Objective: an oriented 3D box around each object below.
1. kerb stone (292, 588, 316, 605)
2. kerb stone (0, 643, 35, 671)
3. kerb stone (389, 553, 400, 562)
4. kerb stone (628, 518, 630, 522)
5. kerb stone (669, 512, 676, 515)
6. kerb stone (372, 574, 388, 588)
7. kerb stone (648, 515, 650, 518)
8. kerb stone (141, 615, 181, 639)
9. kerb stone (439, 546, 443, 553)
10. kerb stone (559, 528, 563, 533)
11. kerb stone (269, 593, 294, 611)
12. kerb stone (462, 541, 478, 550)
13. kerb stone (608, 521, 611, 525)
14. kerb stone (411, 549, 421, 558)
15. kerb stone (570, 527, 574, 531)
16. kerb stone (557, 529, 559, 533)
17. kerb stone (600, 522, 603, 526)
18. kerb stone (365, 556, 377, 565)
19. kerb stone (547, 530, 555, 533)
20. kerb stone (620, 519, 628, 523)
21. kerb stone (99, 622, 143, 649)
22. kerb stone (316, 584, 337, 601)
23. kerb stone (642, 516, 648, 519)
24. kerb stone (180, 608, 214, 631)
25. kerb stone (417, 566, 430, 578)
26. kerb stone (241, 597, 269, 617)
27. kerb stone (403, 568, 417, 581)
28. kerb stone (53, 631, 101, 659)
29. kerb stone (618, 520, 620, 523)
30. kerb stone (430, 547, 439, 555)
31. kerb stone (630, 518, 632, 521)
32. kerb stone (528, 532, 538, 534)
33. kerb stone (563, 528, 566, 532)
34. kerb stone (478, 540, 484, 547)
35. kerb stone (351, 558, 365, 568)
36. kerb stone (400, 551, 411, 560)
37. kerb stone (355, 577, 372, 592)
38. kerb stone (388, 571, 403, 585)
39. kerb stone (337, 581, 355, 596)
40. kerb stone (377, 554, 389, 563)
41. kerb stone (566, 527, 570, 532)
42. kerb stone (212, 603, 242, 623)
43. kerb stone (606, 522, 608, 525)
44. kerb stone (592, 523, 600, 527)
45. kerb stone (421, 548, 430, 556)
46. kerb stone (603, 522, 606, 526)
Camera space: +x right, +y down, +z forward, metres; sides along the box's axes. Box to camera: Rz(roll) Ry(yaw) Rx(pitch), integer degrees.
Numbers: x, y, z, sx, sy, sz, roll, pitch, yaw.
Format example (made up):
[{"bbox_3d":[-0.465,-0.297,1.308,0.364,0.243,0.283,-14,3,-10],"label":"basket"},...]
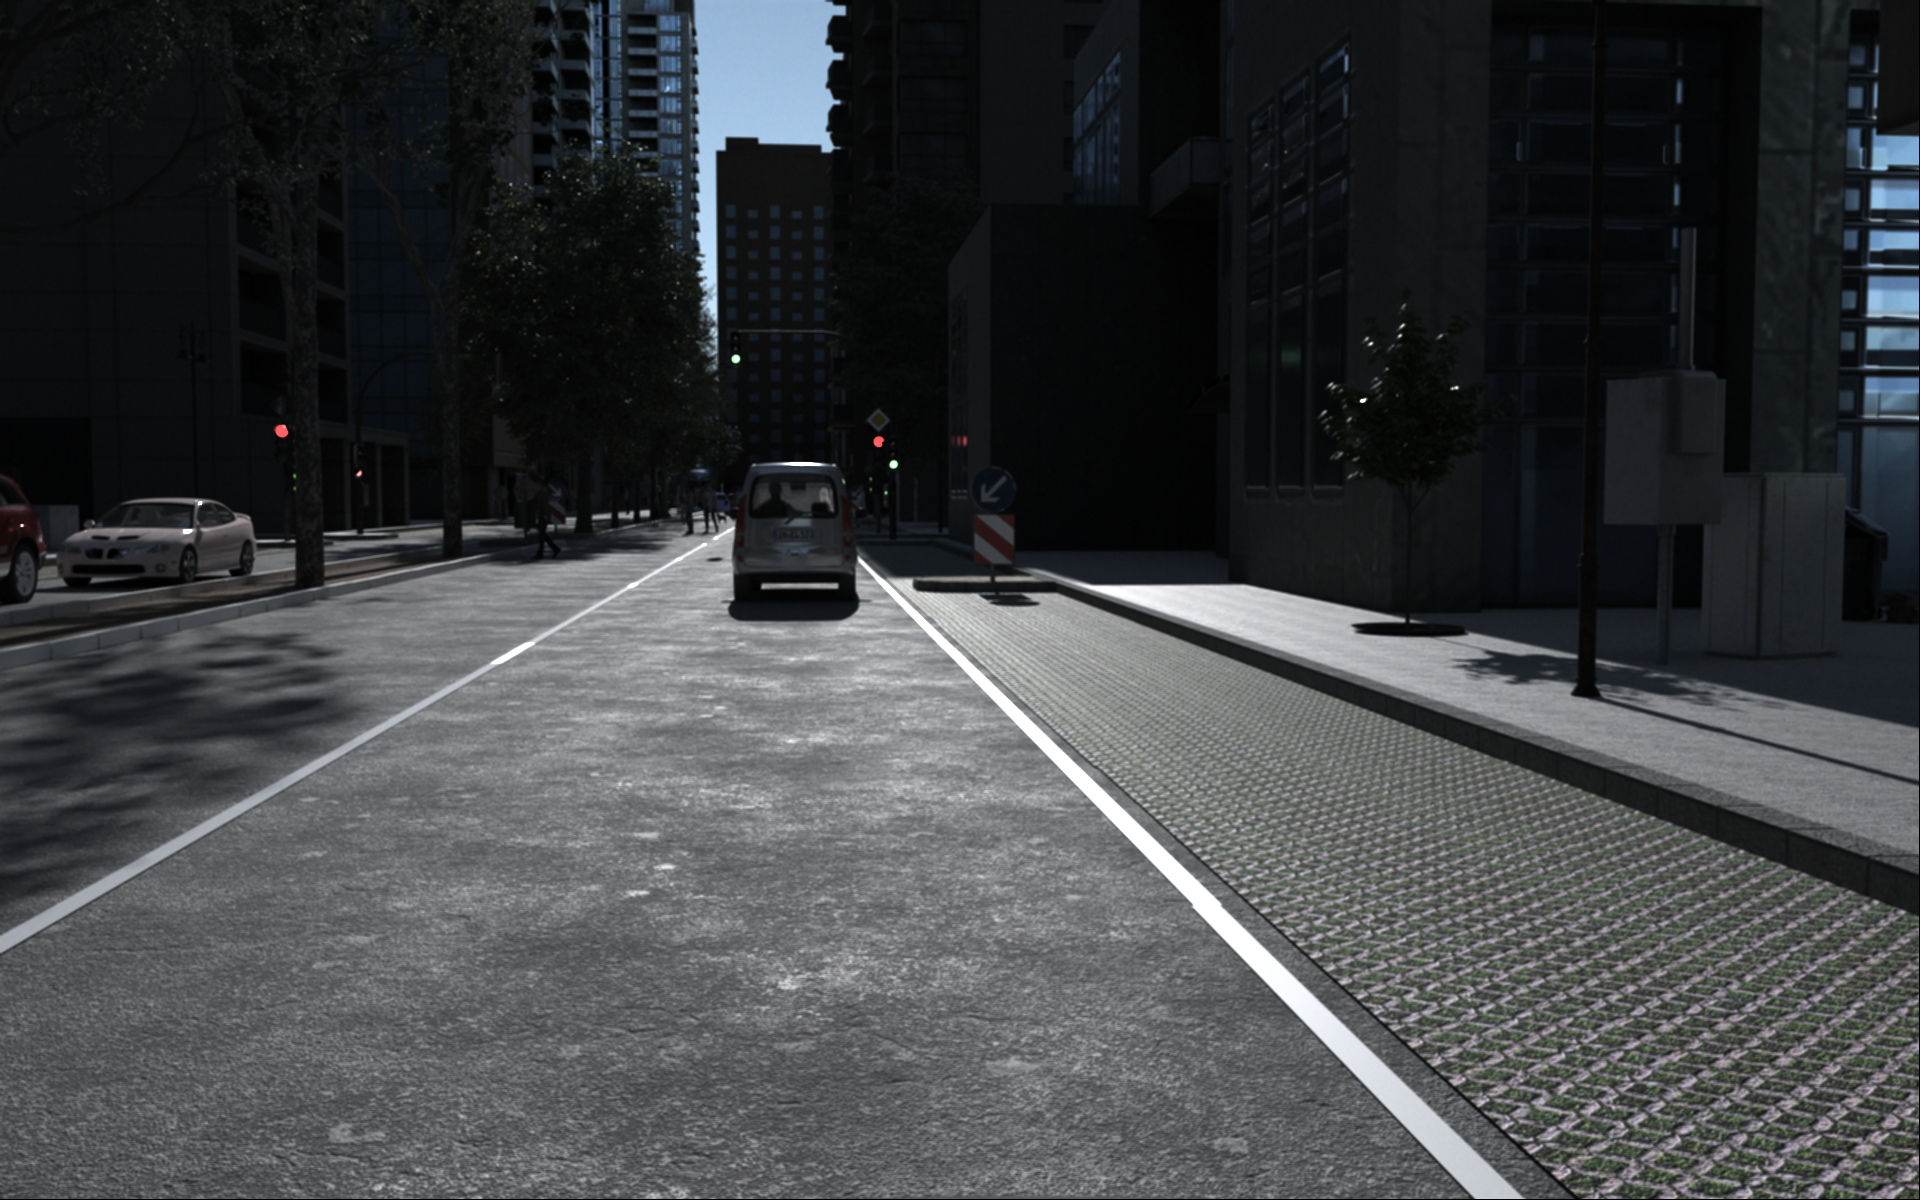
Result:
[{"bbox_3d":[-8.658,-0.028,22.654,0.120,0.150,1.000,0,4,-5],"label":"kerb stone"},{"bbox_3d":[-7.876,0.472,14.471,0.120,0.150,1.000,0,4,-5],"label":"kerb stone"},{"bbox_3d":[-12.118,-0.889,36.770,0.120,0.150,1.000,0,4,-5],"label":"kerb stone"},{"bbox_3d":[-17.069,-4.036,88.283,0.120,0.150,1.000,0,4,-5],"label":"kerb stone"},{"bbox_3d":[-20.412,-6.165,122.992,0.120,0.150,1.000,0,4,-5],"label":"kerb stone"},{"bbox_3d":[-9.050,-0.271,26.756,0.120,0.150,1.000,0,4,-5],"label":"kerb stone"},{"bbox_3d":[-18.257,-4.792,100.545,0.120,0.150,1.000,0,4,-5],"label":"kerb stone"},{"bbox_3d":[-8.161,0.286,17.545,0.120,0.150,1.000,0,4,-5],"label":"kerb stone"},{"bbox_3d":[-12.612,-1.204,41.875,0.120,0.150,1.000,0,4,-5],"label":"kerb stone"},{"bbox_3d":[-14.617,-2.482,62.789,0.120,0.150,1.000,0,4,-5],"label":"kerb stone"},{"bbox_3d":[-8.556,0.037,21.637,0.120,0.150,1.000,0,4,-5],"label":"kerb stone"},{"bbox_3d":[-13.010,-1.454,45.962,0.120,0.150,1.000,0,4,-5],"label":"kerb stone"},{"bbox_3d":[-16.188,-3.477,79.117,0.120,0.150,1.000,0,4,-5],"label":"kerb stone"},{"bbox_3d":[-12.316,-1.015,38.817,0.120,0.150,1.000,0,4,-5],"label":"kerb stone"},{"bbox_3d":[-14.916,-2.666,65.848,0.120,0.150,1.000,0,4,-5],"label":"kerb stone"},{"bbox_3d":[-14.523,-2.421,61.771,0.120,0.150,1.000,0,4,-5],"label":"kerb stone"},{"bbox_3d":[-15.895,-3.295,76.061,0.120,0.150,1.000,0,4,-5],"label":"kerb stone"},{"bbox_3d":[-11.923,-0.766,34.712,0.120,0.150,1.000,0,4,-5],"label":"kerb stone"},{"bbox_3d":[-14.427,-2.356,60.751,0.120,0.150,1.000,0,4,-5],"label":"kerb stone"},{"bbox_3d":[-16.979,-3.980,87.265,0.120,0.150,1.000,0,4,-5],"label":"kerb stone"},{"bbox_3d":[-8.066,0.350,16.510,0.120,0.150,1.000,0,4,-5],"label":"kerb stone"},{"bbox_3d":[-8.748,-0.091,23.682,0.120,0.150,1.000,0,4,-5],"label":"kerb stone"},{"bbox_3d":[-18.149,-4.730,99.524,0.120,0.150,1.000,0,4,-5],"label":"kerb stone"},{"bbox_3d":[-8.257,0.223,18.565,0.120,0.150,1.000,0,4,-5],"label":"kerb stone"},{"bbox_3d":[-9.341,-0.460,29.817,0.120,0.150,1.000,0,4,-5],"label":"kerb stone"},{"bbox_3d":[-8.460,0.097,20.604,0.120,0.150,1.000,0,4,-5],"label":"kerb stone"},{"bbox_3d":[-9.243,-0.404,28.799,0.120,0.150,1.000,0,4,-5],"label":"kerb stone"},{"bbox_3d":[-7.969,0.418,15.489,0.120,0.150,1.000,0,4,-5],"label":"kerb stone"},{"bbox_3d":[-16.584,-3.726,83.195,0.120,0.150,1.000,0,4,-5],"label":"kerb stone"},{"bbox_3d":[-12.511,-1.141,40.856,0.120,0.150,1.000,0,4,-5],"label":"kerb stone"},{"bbox_3d":[-17.170,-4.104,89.300,0.120,0.150,1.000,0,4,-5],"label":"kerb stone"},{"bbox_3d":[-14.033,-2.108,56.664,0.120,0.150,1.000,0,4,-5],"label":"kerb stone"},{"bbox_3d":[-14.719,-2.543,63.809,0.120,0.150,1.000,0,4,-5],"label":"kerb stone"},{"bbox_3d":[-13.102,-1.512,46.980,0.120,0.150,1.000,0,4,-5],"label":"kerb stone"},{"bbox_3d":[-11.819,-0.703,33.696,0.120,0.150,1.000,0,4,-5],"label":"kerb stone"},{"bbox_3d":[-12.218,-0.954,37.790,0.120,0.150,1.000,0,4,-5],"label":"kerb stone"},{"bbox_3d":[-8.957,-0.210,25.738,0.120,0.150,1.000,0,4,-5],"label":"kerb stone"},{"bbox_3d":[-9.147,-0.342,27.781,0.120,0.150,1.000,0,4,-5],"label":"kerb stone"},{"bbox_3d":[-8.856,-0.154,24.714,0.120,0.150,1.000,0,4,-5],"label":"kerb stone"},{"bbox_3d":[-12.022,-0.828,35.736,0.120,0.150,1.000,0,4,-5],"label":"kerb stone"},{"bbox_3d":[-14.819,-2.608,64.830,0.120,0.150,1.000,0,4,-5],"label":"kerb stone"},{"bbox_3d":[-8.366,0.160,19.581,0.120,0.150,1.000,0,4,-5],"label":"kerb stone"},{"bbox_3d":[-16.093,-3.417,78.099,0.120,0.150,1.000,0,4,-5],"label":"kerb stone"},{"bbox_3d":[-15.810,-3.232,75.042,0.120,0.150,1.000,0,4,-5],"label":"kerb stone"},{"bbox_3d":[-12.422,-1.079,39.838,0.120,0.150,1.000,0,4,-5],"label":"kerb stone"},{"bbox_3d":[-15.998,-3.356,77.081,0.120,0.150,1.000,0,4,-5],"label":"kerb stone"}]
